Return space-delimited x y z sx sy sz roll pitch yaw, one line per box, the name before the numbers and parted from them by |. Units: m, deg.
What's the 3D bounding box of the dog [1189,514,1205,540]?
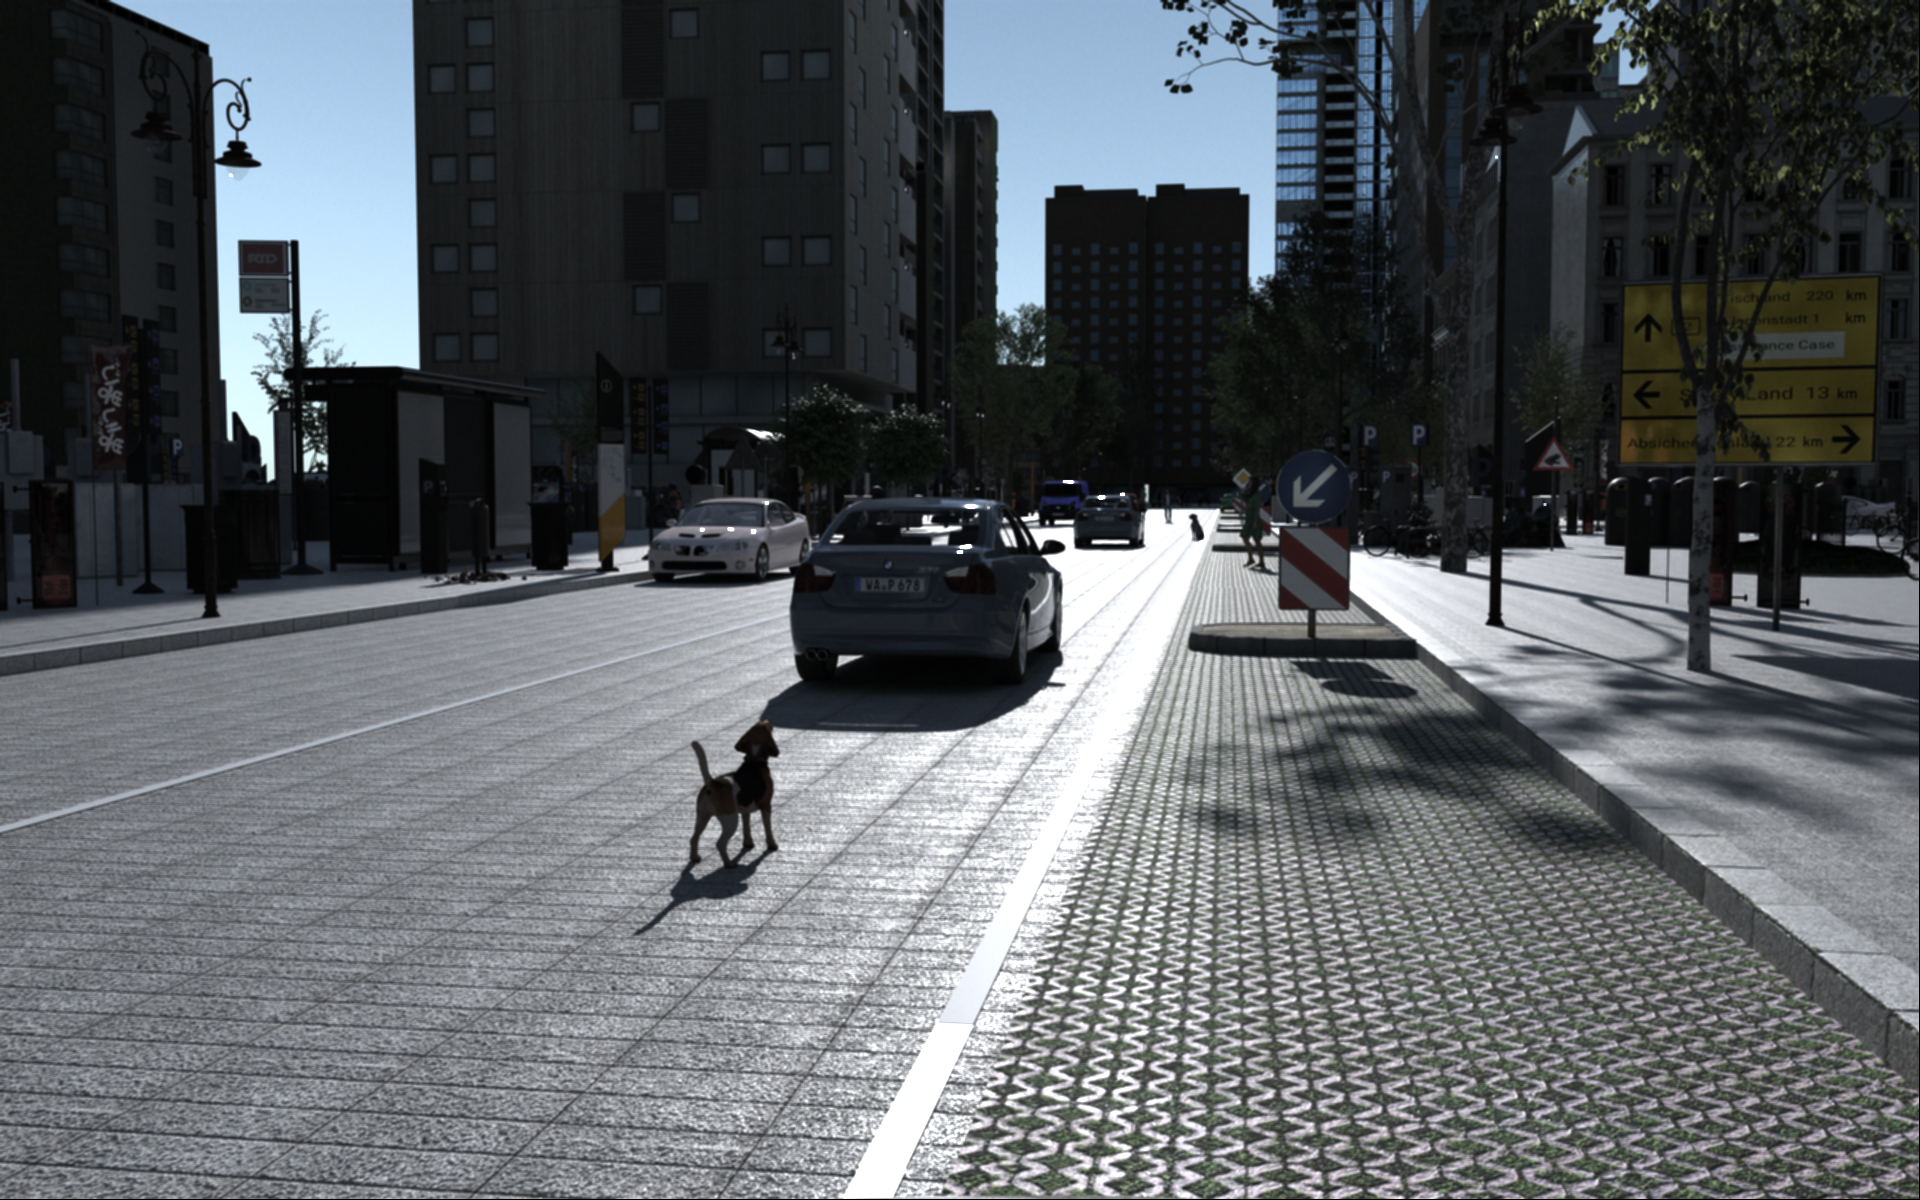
dog | 7.353 -2.260 53.792 0.513 0.831 0.800 1 4 8

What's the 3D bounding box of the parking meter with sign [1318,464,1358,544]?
parking meter with sign | 9.894 -2.949 44.473 0.543 3.016 1.738 -2 4 -30

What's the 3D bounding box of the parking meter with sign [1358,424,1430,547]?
parking meter with sign | 10.723 -2.840 42.690 1.738 3.016 0.543 -2 4 -31

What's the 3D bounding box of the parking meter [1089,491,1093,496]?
parking meter | 10.926 -8.364 145.165 0.372 1.533 0.369 0 3 0

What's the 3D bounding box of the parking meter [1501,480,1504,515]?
parking meter | 22.314 -4.041 71.775 0.255 1.863 0.399 -1 4 -15

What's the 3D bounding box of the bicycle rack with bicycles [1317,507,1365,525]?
bicycle rack with bicycles | 11.299 -2.176 48.955 2.925 0.926 2.852 0 4 -5

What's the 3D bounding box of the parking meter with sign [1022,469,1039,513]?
parking meter with sign | 4.629 -7.590 120.355 1.738 3.016 0.543 0 4 7

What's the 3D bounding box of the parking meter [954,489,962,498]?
parking meter | -0.100 -4.903 88.583 0.372 1.533 0.369 0 3 0

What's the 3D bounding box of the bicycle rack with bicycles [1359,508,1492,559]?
bicycle rack with bicycles | 9.699 -1.334 35.201 2.925 0.926 2.852 0 4 8

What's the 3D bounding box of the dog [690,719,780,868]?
dog | -0.893 0.761 6.851 0.406 0.507 0.540 -1 4 -17

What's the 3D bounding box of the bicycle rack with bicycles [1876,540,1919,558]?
bicycle rack with bicycles | 21.292 -1.413 36.479 2.852 0.926 2.925 -3 5 -41

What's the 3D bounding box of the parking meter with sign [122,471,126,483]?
parking meter with sign | -47.134 -6.107 96.105 1.738 3.016 0.543 0 4 4

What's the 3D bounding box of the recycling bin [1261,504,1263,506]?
recycling bin | 22.023 -6.959 126.336 0.722 1.027 0.722 2 4 32

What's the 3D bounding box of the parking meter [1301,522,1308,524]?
parking meter | 14.837 -4.055 74.716 0.372 1.533 0.369 0 3 0

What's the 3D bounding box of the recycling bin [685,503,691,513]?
recycling bin | -7.496 -2.298 50.133 0.722 1.027 0.722 -3 4 -36

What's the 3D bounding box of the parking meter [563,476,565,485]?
parking meter | -10.955 -2.537 47.185 0.399 1.863 0.255 2 4 26

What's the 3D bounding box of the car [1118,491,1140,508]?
car | 11.592 -6.817 120.498 2.155 1.783 4.494 0 4 8

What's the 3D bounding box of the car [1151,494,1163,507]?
car | 21.887 -11.030 189.138 1.959 1.807 4.718 1 4 10

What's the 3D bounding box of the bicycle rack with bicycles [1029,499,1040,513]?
bicycle rack with bicycles | 6.901 -7.655 138.538 2.925 0.926 2.852 3 4 38

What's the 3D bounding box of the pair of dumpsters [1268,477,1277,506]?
pair of dumpsters | 19.095 -6.180 103.540 1.574 2.255 4.437 1 4 9

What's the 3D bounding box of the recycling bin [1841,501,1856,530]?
recycling bin | 31.592 -3.031 62.112 0.722 1.027 0.722 -2 4 -26

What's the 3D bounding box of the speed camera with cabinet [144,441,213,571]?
speed camera with cabinet | -13.713 -2.114 28.898 2.038 3.252 0.660 0 4 -4

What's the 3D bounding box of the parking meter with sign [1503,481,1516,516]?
parking meter with sign | 31.438 -6.286 99.033 1.738 3.016 0.543 1 4 22

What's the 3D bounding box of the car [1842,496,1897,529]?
car | 33.399 -3.326 66.746 4.827 1.381 2.083 1 4 10

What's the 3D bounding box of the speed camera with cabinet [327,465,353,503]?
speed camera with cabinet | -18.712 -3.552 52.415 0.660 3.252 2.038 -1 4 -11

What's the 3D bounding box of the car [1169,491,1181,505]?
car | 27.357 -13.044 221.941 2.281 1.827 5.304 1 4 11

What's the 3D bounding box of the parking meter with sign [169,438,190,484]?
parking meter with sign | -23.693 -3.533 54.023 1.738 3.016 0.543 1 4 14

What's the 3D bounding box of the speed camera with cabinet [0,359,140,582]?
speed camera with cabinet | -13.523 -1.939 26.044 0.660 3.252 2.038 3 5 39

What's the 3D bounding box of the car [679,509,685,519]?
car | -9.763 -3.724 73.243 4.827 1.381 2.083 1 4 10

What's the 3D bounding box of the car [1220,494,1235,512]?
car | 21.477 -7.824 136.716 1.959 1.807 4.718 1 4 9

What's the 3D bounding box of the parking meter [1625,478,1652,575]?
parking meter | 10.780 -1.169 27.526 0.372 1.533 0.369 0 3 0

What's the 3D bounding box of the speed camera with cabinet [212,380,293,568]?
speed camera with cabinet | -12.745 -2.226 30.731 0.660 3.252 2.038 1 4 15

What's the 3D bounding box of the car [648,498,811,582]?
car | -3.883 -1.071 29.867 2.083 1.381 4.827 1 4 9

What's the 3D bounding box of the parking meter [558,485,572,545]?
parking meter | -10.047 -2.177 43.999 0.372 1.533 0.369 0 3 0

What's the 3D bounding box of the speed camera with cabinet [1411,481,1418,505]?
speed camera with cabinet | 31.965 -7.971 124.658 2.038 3.252 0.660 -2 4 -25

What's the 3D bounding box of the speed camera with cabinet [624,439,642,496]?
speed camera with cabinet | -12.195 -4.219 63.322 0.660 3.252 2.038 0 4 7

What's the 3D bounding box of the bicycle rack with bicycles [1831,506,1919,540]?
bicycle rack with bicycles | 28.152 -2.405 52.709 2.925 0.926 2.852 -1 4 -16

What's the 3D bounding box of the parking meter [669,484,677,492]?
parking meter | -16.120 -5.596 97.204 0.399 1.863 0.255 -3 4 -36

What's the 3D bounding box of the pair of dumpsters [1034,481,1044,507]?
pair of dumpsters | 5.433 -7.524 125.518 1.574 2.255 4.437 1 4 9

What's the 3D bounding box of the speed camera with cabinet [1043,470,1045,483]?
speed camera with cabinet | 6.674 -9.010 141.643 0.660 3.252 2.038 0 4 2

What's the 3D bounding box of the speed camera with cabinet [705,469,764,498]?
speed camera with cabinet | -7.954 -4.087 61.157 2.038 3.252 0.660 -2 4 -33

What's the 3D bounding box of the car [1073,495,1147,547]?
car | 4.162 -2.208 48.106 2.014 1.417 4.499 1 4 9

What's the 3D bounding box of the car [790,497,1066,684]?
car | -0.173 -0.149 14.436 2.014 1.417 4.499 1 4 9

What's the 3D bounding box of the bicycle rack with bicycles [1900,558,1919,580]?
bicycle rack with bicycles | 15.470 -0.698 24.793 2.852 0.926 2.925 -1 4 -9

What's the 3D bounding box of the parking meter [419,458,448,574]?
parking meter | -8.477 -1.358 27.913 0.399 1.863 0.255 1 4 15

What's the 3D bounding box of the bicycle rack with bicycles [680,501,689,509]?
bicycle rack with bicycles | -13.159 -4.567 88.045 2.852 0.926 2.925 3 4 39

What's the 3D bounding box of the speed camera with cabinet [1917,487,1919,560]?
speed camera with cabinet | 18.957 -2.307 32.050 2.038 3.252 0.660 3 4 39

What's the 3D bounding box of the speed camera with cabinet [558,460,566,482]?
speed camera with cabinet | -22.275 -6.421 99.323 2.038 3.252 0.660 0 4 -2

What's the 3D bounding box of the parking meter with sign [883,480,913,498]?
parking meter with sign | -2.948 -5.019 78.325 1.738 3.016 0.543 1 4 13

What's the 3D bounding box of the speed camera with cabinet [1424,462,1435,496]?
speed camera with cabinet | 30.008 -6.983 108.516 2.038 3.252 0.660 0 4 -3

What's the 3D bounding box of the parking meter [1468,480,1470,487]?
parking meter | 21.518 -4.185 74.143 0.399 1.863 0.255 0 4 -1
